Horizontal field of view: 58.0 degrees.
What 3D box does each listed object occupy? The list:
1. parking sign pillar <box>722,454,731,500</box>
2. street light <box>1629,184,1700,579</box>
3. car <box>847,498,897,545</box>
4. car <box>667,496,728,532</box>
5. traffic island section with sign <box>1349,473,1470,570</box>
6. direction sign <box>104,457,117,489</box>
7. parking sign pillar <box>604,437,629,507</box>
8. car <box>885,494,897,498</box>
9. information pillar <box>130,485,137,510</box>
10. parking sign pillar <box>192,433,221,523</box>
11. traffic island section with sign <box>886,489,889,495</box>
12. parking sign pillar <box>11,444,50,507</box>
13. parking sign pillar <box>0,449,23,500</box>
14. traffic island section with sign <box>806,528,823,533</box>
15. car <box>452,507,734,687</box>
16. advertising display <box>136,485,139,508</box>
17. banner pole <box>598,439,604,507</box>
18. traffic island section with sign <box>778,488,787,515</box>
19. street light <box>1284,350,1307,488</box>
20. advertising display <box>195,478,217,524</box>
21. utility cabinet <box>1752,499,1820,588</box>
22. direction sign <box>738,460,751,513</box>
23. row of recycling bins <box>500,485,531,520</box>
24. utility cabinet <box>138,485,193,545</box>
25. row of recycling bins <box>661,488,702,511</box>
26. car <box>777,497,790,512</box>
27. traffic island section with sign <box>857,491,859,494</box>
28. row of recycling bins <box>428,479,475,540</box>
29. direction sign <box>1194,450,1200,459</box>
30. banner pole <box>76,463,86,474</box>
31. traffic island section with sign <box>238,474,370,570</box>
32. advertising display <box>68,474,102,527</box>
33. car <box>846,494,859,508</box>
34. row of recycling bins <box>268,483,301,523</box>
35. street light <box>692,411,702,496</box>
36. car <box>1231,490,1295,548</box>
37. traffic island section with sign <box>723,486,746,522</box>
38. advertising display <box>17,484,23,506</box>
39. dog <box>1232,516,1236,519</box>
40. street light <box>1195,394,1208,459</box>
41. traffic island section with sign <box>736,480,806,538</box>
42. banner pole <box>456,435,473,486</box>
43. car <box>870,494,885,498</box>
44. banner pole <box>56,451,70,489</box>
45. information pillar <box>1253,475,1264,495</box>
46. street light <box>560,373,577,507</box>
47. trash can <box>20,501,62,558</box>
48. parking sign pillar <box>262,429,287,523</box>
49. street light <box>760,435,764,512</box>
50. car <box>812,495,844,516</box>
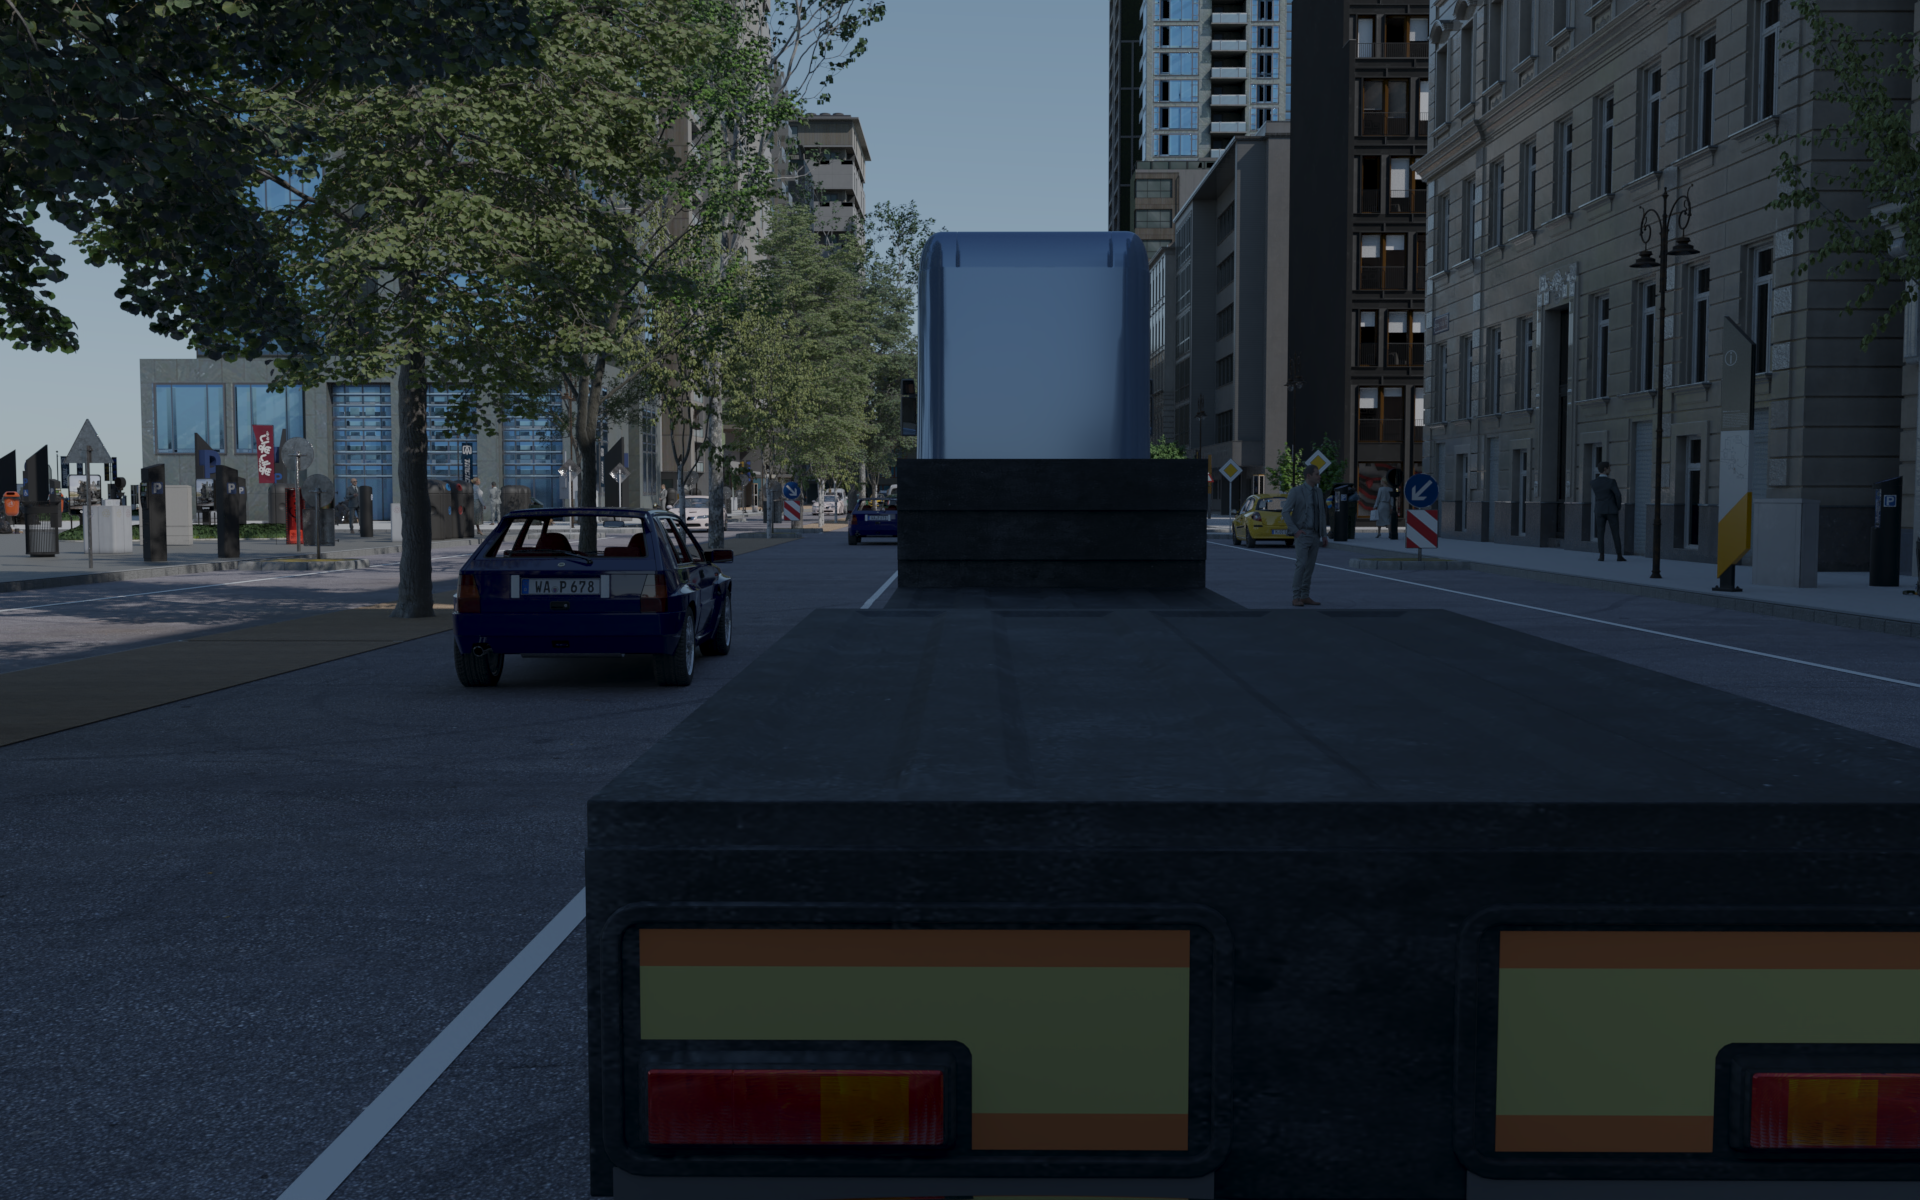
[{"bbox_3d":[-15.887,-7.738,114.993,1.447,3.967,1.447,-3,4,-37],"label":"parking sign pillar"},{"bbox_3d":[10.603,-3.267,26.209,0.468,5.910,1.993,0,4,0],"label":"street light"},{"bbox_3d":[-2.303,-2.286,49.955,1.945,1.354,3.894,0,4,-1],"label":"car"},{"bbox_3d":[-9.982,-3.262,65.702,2.083,1.381,4.827,0,4,1],"label":"car"},{"bbox_3d":[8.663,-1.531,33.668,1.989,1.847,2.006,0,4,0],"label":"traffic island section with sign"},{"bbox_3d":[-51.645,-6.934,105.368,0.379,3.537,0.876,2,4,27],"label":"direction sign"},{"bbox_3d":[-16.277,-5.726,82.095,1.447,3.967,1.447,3,4,39],"label":"parking sign pillar"},{"bbox_3d":[-2.246,-3.583,68.367,2.009,1.686,4.222,0,4,2],"label":"car"},{"bbox_3d":[-65.103,-8.070,136.435,0.304,2.012,0.304,0,4,8],"label":"information pillar"},{"bbox_3d":[-33.202,-5.389,76.581,1.447,3.967,1.447,1,4,13],"label":"parking sign pillar"},{"bbox_3d":[-5.616,-8.013,139.156,2.006,1.907,1.989,0,4,0],"label":"traffic island section with sign"},{"bbox_3d":[-49.899,-6.425,93.515,1.447,3.967,1.447,1,4,22],"label":"parking sign pillar"},{"bbox_3d":[-57.105,-7.034,103.477,1.447,3.967,1.447,-2,4,-33],"label":"parking sign pillar"},{"bbox_3d":[-6.143,-3.418,64.019,2.006,1.907,1.989,0,4,0],"label":"traffic island section with sign"},{"bbox_3d":[-2.890,-0.101,14.234,1.945,1.354,3.894,0,4,-1],"label":"car"},{"bbox_3d":[-55.889,-6.927,118.471,0.123,1.923,0.974,2,4,30],"label":"advertising display"},{"bbox_3d":[-16.191,-5.394,78.205,0.401,3.779,0.863,0,4,7],"label":"banner pole"},{"bbox_3d":[-11.973,-6.619,116.842,1.989,1.847,2.006,0,4,0],"label":"traffic island section with sign"},{"bbox_3d":[10.764,-5.076,55.775,0.468,5.910,1.993,0,4,0],"label":"street light"},{"bbox_3d":[-30.622,-3.984,70.357,0.974,1.923,0.123,1,4,22],"label":"advertising display"},{"bbox_3d":[11.504,-0.794,24.137,0.306,1.237,1.020,-1,4,-12],"label":"utility cabinet"},{"bbox_3d":[-14.266,-7.527,115.067,0.876,3.537,0.379,-3,5,-45],"label":"direction sign"},{"bbox_3d":[-20.266,-4.407,79.171,1.069,1.692,3.534,0,4,-3],"label":"row of recycling bins"},{"bbox_3d":[-19.775,-2.107,43.131,1.173,1.500,0.318,0,4,-5],"label":"utility cabinet"},{"bbox_3d":[-19.233,-6.770,117.807,3.534,1.692,1.069,-2,4,-33],"label":"row of recycling bins"},{"bbox_3d":[-12.100,-6.651,121.331,1.945,1.354,3.894,0,4,-1],"label":"car"},{"bbox_3d":[-11.418,-11.353,194.246,1.989,1.847,2.006,0,4,0],"label":"traffic island section with sign"},{"bbox_3d":[-14.773,-2.590,49.464,1.069,1.692,3.534,0,4,2],"label":"row of recycling bins"},{"bbox_3d":[12.173,-5.904,88.533,0.379,3.537,0.876,2,4,24],"label":"direction sign"},{"bbox_3d":[-58.146,-7.631,114.788,0.401,3.779,0.863,2,4,31],"label":"banner pole"},{"bbox_3d":[-12.557,-1.516,33.421,1.989,1.847,2.006,0,4,0],"label":"traffic island section with sign"},{"bbox_3d":[-28.468,-3.128,56.364,0.974,1.923,0.123,-3,4,-37],"label":"advertising display"},{"bbox_3d":[-8.115,-7.501,134.445,2.131,1.459,4.920,0,4,1],"label":"car"},{"bbox_3d":[-25.758,-3.621,66.322,1.069,1.692,3.534,-1,4,-12],"label":"row of recycling bins"},{"bbox_3d":[-14.424,-7.460,94.764,0.468,5.910,1.993,0,4,0],"label":"street light"},{"bbox_3d":[8.498,-2.276,47.430,2.015,1.641,3.980,0,4,1],"label":"car"},{"bbox_3d":[-12.163,-4.970,89.887,1.989,1.847,2.006,0,4,0],"label":"traffic island section with sign"},{"bbox_3d":[-57.287,-6.160,105.922,0.974,1.923,0.123,1,4,20],"label":"advertising display"},{"bbox_3d":[14.666,-4.467,90.763,0.550,0.427,0.748,-2,4,-31],"label":"dog"},{"bbox_3d":[10.961,-6.494,78.964,0.468,5.910,1.993,0,4,0],"label":"street light"},{"bbox_3d":[-6.205,-2.965,56.612,2.006,1.907,1.989,0,4,0],"label":"traffic island section with sign"},{"bbox_3d":[-21.205,-5.139,74.044,0.863,3.779,0.401,-2,4,-32],"label":"banner pole"},{"bbox_3d":[-8.647,-10.483,181.617,2.015,1.641,3.980,0,4,2],"label":"car"},{"bbox_3d":[-51.808,-6.725,99.974,0.863,3.779,0.401,-2,4,-33],"label":"banner pole"},{"bbox_3d":[11.468,-3.794,66.525,0.304,2.012,0.304,-3,4,-38],"label":"information pillar"},{"bbox_3d":[-14.629,-5.652,65.199,0.468,5.910,1.993,0,4,0],"label":"street light"},{"bbox_3d":[-18.658,-1.440,35.191,0.748,1.137,0.748,0,3,0],"label":"trash can"},{"bbox_3d":[-27.756,-5.028,70.685,1.447,3.967,1.447,-1,4,-14],"label":"parking sign pillar"},{"bbox_3d":[-14.168,-9.270,124.346,0.468,5.910,1.993,0,4,0],"label":"street light"},{"bbox_3d":[-8.834,-6.356,116.278,2.083,1.381,4.827,0,4,1],"label":"car"}]
